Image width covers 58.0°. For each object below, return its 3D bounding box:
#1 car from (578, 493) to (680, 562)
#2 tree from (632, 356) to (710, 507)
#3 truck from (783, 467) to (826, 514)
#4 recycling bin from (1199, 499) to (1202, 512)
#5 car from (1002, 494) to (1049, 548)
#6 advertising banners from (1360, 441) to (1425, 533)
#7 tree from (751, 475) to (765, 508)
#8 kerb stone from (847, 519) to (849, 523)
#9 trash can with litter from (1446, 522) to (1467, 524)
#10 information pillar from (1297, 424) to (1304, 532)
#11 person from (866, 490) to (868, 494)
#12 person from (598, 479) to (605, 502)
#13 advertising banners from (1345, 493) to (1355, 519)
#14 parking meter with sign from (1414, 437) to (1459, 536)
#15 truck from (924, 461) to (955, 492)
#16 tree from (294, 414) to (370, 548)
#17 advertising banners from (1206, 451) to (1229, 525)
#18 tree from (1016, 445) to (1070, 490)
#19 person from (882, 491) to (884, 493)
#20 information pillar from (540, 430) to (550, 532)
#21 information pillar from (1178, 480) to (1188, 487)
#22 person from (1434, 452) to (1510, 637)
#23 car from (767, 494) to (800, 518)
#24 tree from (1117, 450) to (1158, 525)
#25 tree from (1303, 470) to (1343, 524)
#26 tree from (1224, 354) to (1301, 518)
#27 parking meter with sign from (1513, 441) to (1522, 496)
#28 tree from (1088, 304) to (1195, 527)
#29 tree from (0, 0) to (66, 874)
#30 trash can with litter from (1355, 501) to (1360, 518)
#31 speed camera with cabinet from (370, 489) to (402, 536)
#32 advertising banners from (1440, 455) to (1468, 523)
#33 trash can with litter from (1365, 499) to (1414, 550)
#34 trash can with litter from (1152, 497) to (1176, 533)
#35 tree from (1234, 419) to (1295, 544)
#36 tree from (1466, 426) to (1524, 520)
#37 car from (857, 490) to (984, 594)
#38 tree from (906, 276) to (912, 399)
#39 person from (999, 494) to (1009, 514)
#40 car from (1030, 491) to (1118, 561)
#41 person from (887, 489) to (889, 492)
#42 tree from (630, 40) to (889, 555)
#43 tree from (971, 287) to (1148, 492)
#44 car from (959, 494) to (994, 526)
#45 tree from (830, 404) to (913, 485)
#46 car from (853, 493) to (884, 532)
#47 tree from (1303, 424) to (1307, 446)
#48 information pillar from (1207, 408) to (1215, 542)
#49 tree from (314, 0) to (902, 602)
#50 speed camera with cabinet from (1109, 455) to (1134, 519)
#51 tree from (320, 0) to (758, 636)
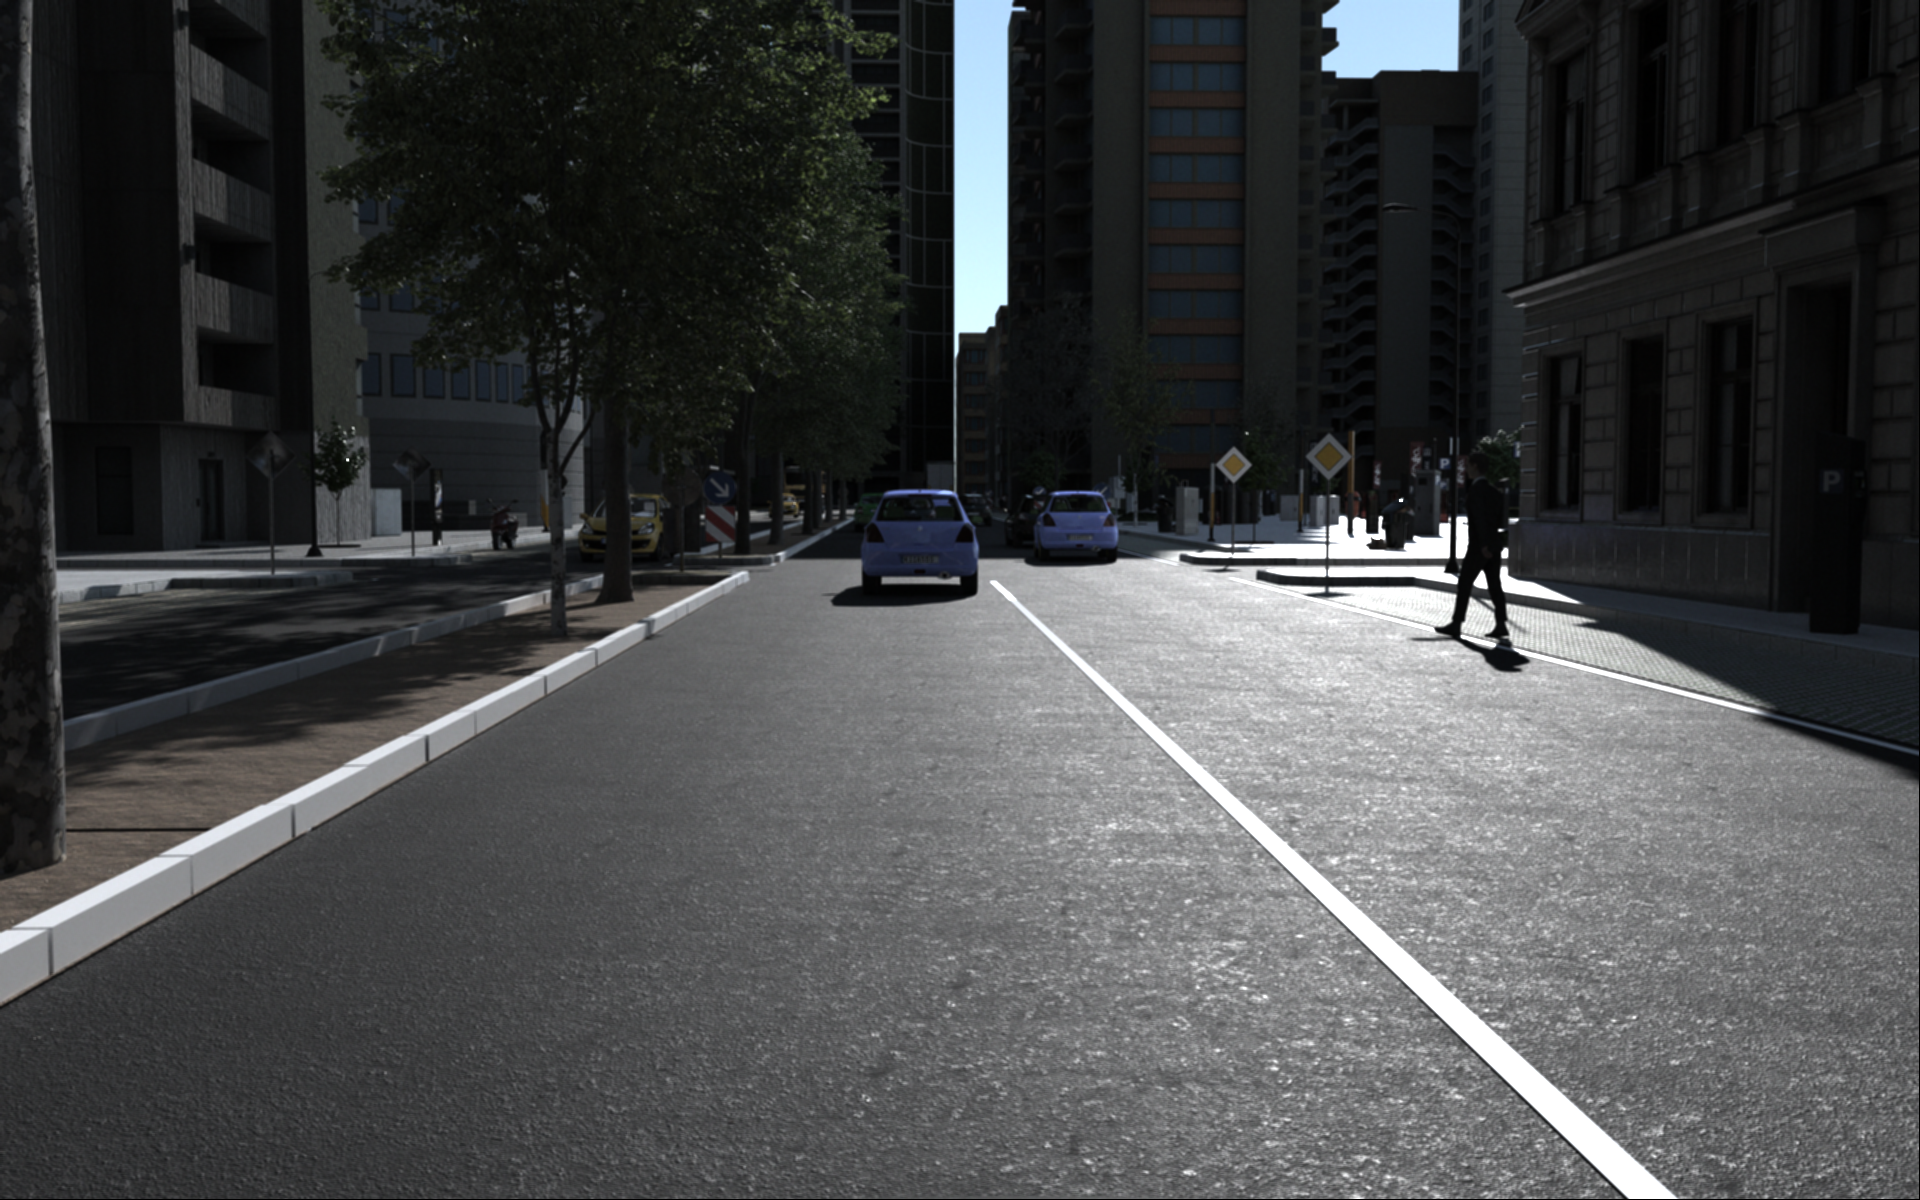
[{"bbox_3d":[-7.210,-1.699,38.002,2.015,1.641,3.980,0,4,0],"label":"car"},{"bbox_3d":[-15.495,-8.758,93.556,4.360,8.622,3.978,0,3,0],"label":"tree"},{"bbox_3d":[-11.215,-7.892,124.962,3.469,3.379,9.791,0,4,-2],"label":"truck"},{"bbox_3d":[12.645,-4.826,91.451,0.722,1.027,0.722,3,5,41],"label":"recycling bin"},{"bbox_3d":[2.197,-2.300,47.392,2.009,1.686,4.222,0,4,-3],"label":"car"},{"bbox_3d":[14.321,-3.729,57.150,2.074,3.025,0.090,0,4,-7],"label":"advertising banners"},{"bbox_3d":[-18.484,-9.923,156.835,1.663,3.219,1.824,0,3,0],"label":"tree"},{"bbox_3d":[-5.403,-3.597,81.005,0.120,0.150,1.000,0,4,-2],"label":"kerb stone"},{"bbox_3d":[21.856,-3.858,74.136,2.233,1.210,1.678,0,4,1],"label":"trash can with litter"},{"bbox_3d":[11.444,-4.083,58.113,0.183,3.616,0.504,0,4,4],"label":"information pillar"},{"bbox_3d":[-9.947,-10.866,186.182,1.348,1.821,0.705,1,4,15],"label":"person"},{"bbox_3d":[-8.567,-2.051,42.135,0.767,1.812,0.694,0,4,-5],"label":"person"},{"bbox_3d":[20.910,-5.717,89.657,2.074,3.025,0.090,-1,4,-14],"label":"advertising banners"},{"bbox_3d":[14.538,-3.519,53.802,1.738,3.016,0.543,3,5,44],"label":"parking meter with sign"},{"bbox_3d":[-1.801,-10.054,153.301,2.839,4.237,11.283,0,4,-1],"label":"truck"},{"bbox_3d":[-15.149,-2.881,41.712,1.663,3.219,1.824,0,3,0],"label":"tree"},{"bbox_3d":[10.641,-4.594,71.307,0.090,3.025,2.074,-1,4,-17],"label":"advertising banners"},{"bbox_3d":[5.490,-7.916,113.146,4.285,4.588,4.351,0,3,0],"label":"tree"},{"bbox_3d":[-7.991,-10.376,178.860,1.217,1.743,0.721,-1,4,-19],"label":"person"},{"bbox_3d":[-13.994,-4.097,58.337,0.183,3.616,0.504,-2,4,-34],"label":"information pillar"},{"bbox_3d":[11.758,-5.281,90.830,0.304,2.012,0.304,0,4,-7],"label":"information pillar"},{"bbox_3d":[5.129,-0.550,17.264,0.659,1.850,0.755,-3,5,-42],"label":"person"},{"bbox_3d":[-10.659,-5.789,104.879,2.015,1.641,3.980,0,4,-3],"label":"car"},{"bbox_3d":[7.226,-4.763,72.473,1.663,3.219,1.824,0,3,0],"label":"tree"},{"bbox_3d":[15.551,-4.894,74.614,1.663,3.219,1.824,0,3,0],"label":"tree"},{"bbox_3d":[16.025,-8.676,92.208,4.360,8.622,3.978,0,3,0],"label":"tree"},{"bbox_3d":[18.521,-3.674,56.328,0.543,3.016,1.738,0,4,-1],"label":"parking meter with sign"},{"bbox_3d":[6.859,-7.127,66.884,4.737,8.622,4.395,0,3,0],"label":"tree"},{"bbox_3d":[-4.920,-9.084,6.869,12.611,20.169,13.585,0,3,0],"label":"tree"},{"bbox_3d":[21.475,-5.002,93.164,0.624,1.170,1.055,-3,5,-41],"label":"trash can with litter"},{"bbox_3d":[-17.992,-3.561,52.555,0.660,3.252,2.038,3,4,37],"label":"speed camera with cabinet"},{"bbox_3d":[21.601,-4.967,77.406,2.074,3.025,0.090,1,4,11],"label":"advertising banners"},{"bbox_3d":[9.936,-1.755,40.084,1.055,1.170,0.624,-2,4,-31],"label":"trash can with litter"},{"bbox_3d":[6.968,-2.835,57.746,1.055,1.170,0.624,-3,5,-40],"label":"trash can with litter"},{"bbox_3d":[7.581,-3.067,44.743,1.663,3.219,1.824,0,3,0],"label":"tree"},{"bbox_3d":[26.566,-6.204,85.142,4.285,4.588,4.351,0,3,0],"label":"tree"},{"bbox_3d":[-0.598,-1.010,26.101,1.945,1.707,3.694,0,4,-1],"label":"car"},{"bbox_3d":[-5.281,-7.844,48.837,7.486,12.596,7.792,0,3,0],"label":"tree"},{"bbox_3d":[3.167,-6.886,124.271,0.799,1.438,0.628,0,4,7],"label":"person"},{"bbox_3d":[2.519,-1.753,38.248,1.945,1.707,3.694,0,4,0],"label":"car"},{"bbox_3d":[-5.928,-8.107,140.911,0.709,1.838,0.599,3,4,36],"label":"person"},{"bbox_3d":[-4.902,-6.806,39.491,9.928,11.665,9.643,0,3,0],"label":"tree"},{"bbox_3d":[5.788,-11.700,101.660,12.009,13.543,11.850,0,3,0],"label":"tree"},{"bbox_3d":[0.555,-4.203,78.505,2.009,1.686,4.222,0,4,-1],"label":"car"},{"bbox_3d":[-6.956,-10.140,102.666,8.767,10.594,7.601,0,4,-2],"label":"tree"},{"bbox_3d":[-3.117,-3.518,66.309,1.959,1.807,4.718,0,4,-2],"label":"car"},{"bbox_3d":[19.632,-9.749,109.759,4.360,8.622,3.978,0,3,0],"label":"tree"},{"bbox_3d":[6.815,-3.391,46.802,0.183,3.616,0.504,0,4,4],"label":"information pillar"},{"bbox_3d":[-4.669,-6.266,23.042,7.486,12.596,7.792,0,3,0],"label":"tree"},{"bbox_3d":[8.611,-5.763,88.563,2.038,3.252,0.660,-2,4,-27],"label":"speed camera with cabinet"},{"bbox_3d":[-3.999,-3.924,16.982,4.737,8.622,4.395,0,3,0],"label":"tree"}]
